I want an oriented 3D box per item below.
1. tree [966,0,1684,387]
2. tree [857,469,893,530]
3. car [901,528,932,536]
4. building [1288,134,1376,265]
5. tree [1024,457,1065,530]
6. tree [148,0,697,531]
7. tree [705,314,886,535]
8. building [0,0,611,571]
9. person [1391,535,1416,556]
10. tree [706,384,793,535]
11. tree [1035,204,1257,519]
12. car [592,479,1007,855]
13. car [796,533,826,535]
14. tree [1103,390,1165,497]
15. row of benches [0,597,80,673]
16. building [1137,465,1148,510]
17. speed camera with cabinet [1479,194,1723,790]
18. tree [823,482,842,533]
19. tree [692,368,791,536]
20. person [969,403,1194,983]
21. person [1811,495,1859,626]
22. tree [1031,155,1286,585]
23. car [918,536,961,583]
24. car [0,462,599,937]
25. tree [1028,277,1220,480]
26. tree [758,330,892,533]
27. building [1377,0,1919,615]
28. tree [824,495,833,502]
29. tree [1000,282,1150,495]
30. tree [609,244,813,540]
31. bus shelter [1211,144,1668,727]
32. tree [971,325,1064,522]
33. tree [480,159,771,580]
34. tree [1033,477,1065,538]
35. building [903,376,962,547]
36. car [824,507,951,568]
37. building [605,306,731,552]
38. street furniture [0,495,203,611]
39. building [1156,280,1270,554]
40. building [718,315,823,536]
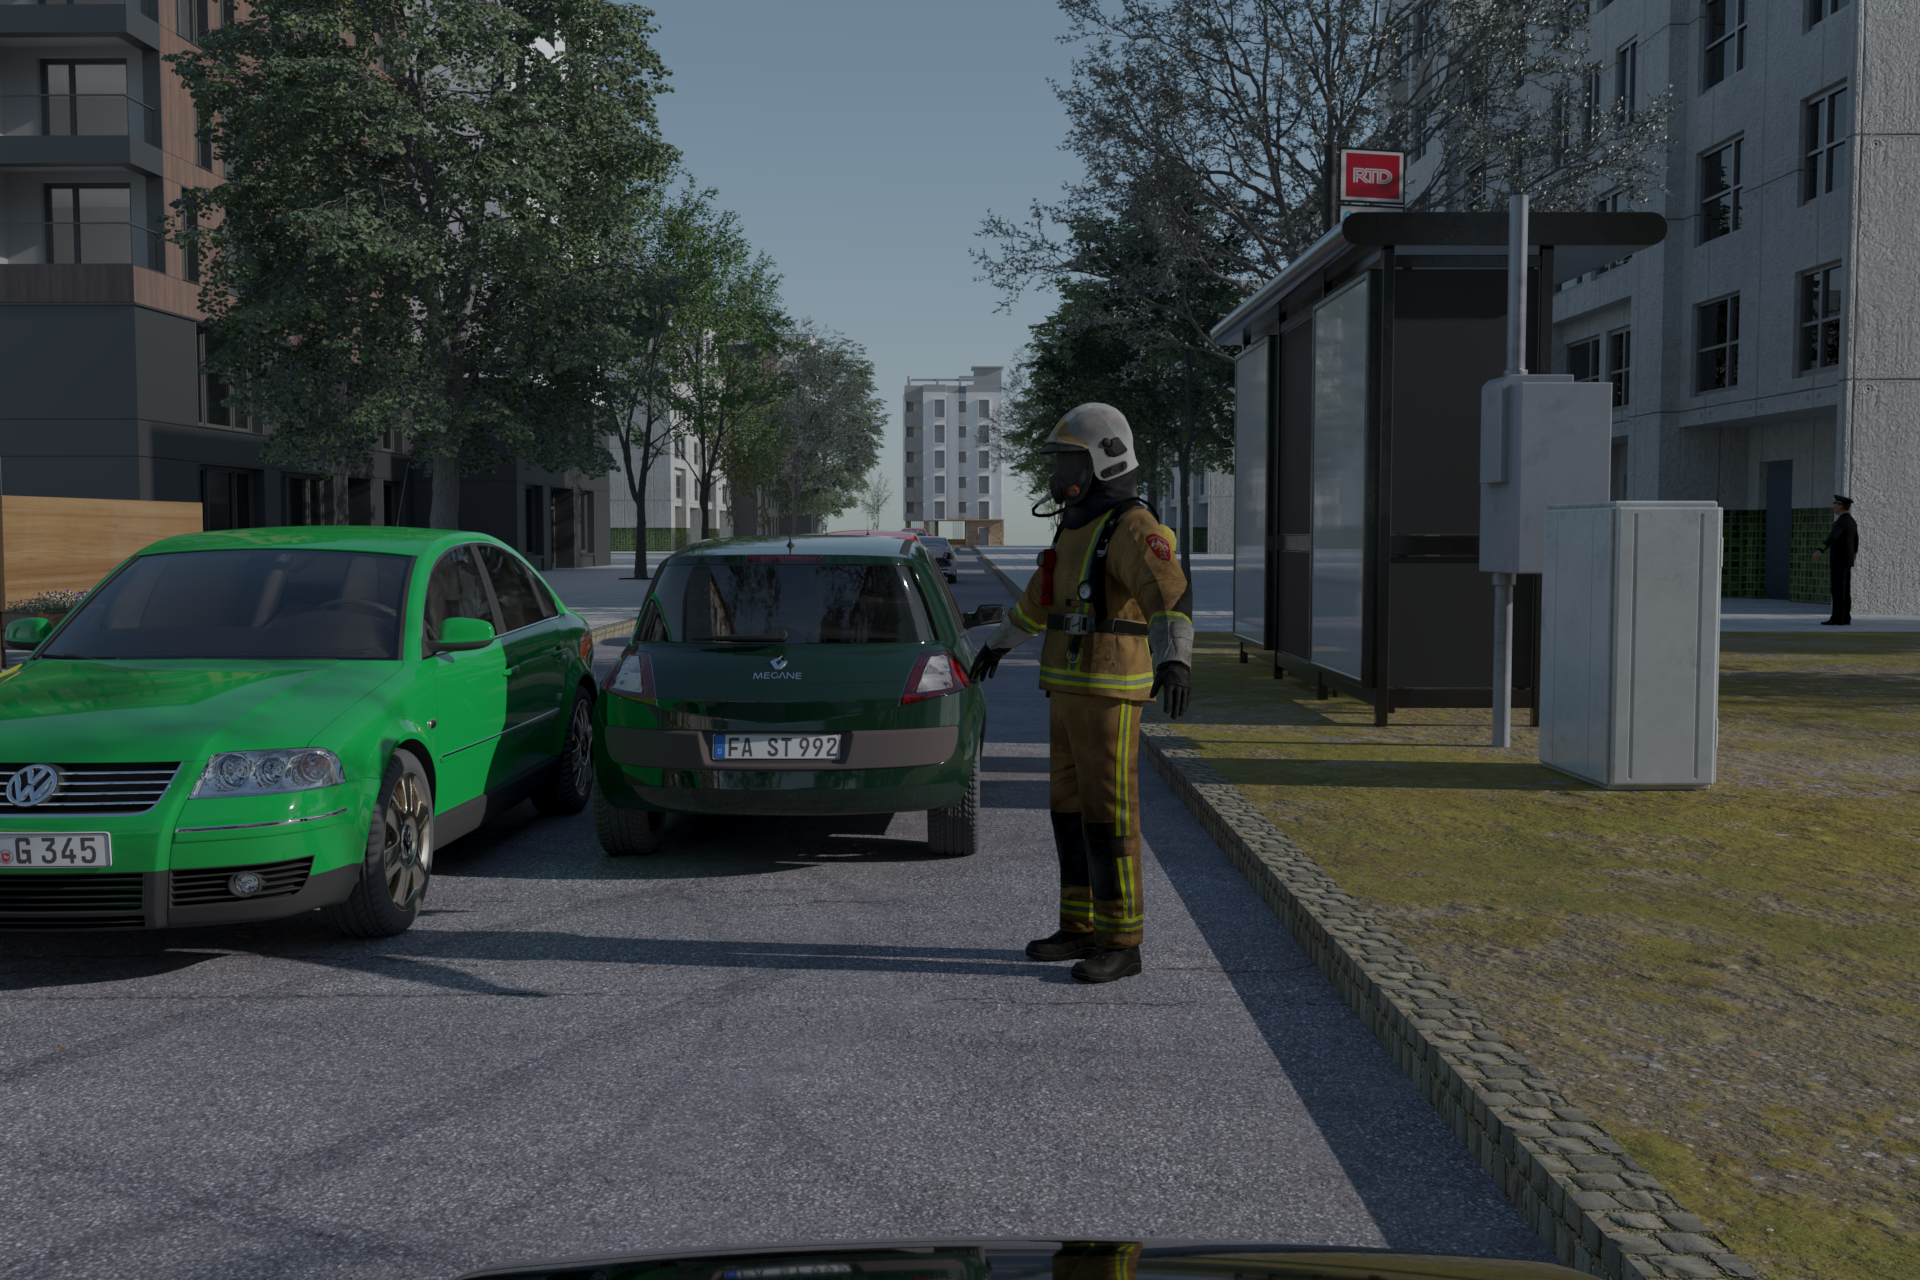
[{"bbox_3d":[5.675,-7.128,26.912,12.009,13.543,11.850,0,3,0],"label":"tree"},{"bbox_3d":[-9.093,-14.984,195.355,4.360,8.622,3.978,0,3,0],"label":"tree"},{"bbox_3d":[-2.816,-5.878,104.786,2.281,1.827,5.304,0,4,0],"label":"car"},{"bbox_3d":[25.256,-14.980,75.858,19.493,23.208,18.063,0,4,0],"label":"building"},{"bbox_3d":[11.189,-16.832,200.963,9.928,11.665,9.643,0,3,0],"label":"tree"},{"bbox_3d":[-9.235,-7.606,31.022,9.857,13.997,8.962,0,3,0],"label":"tree"},{"bbox_3d":[-9.271,-11.418,97.058,12.009,13.543,11.850,0,3,0],"label":"tree"},{"bbox_3d":[-28.508,-12.873,54.457,27.936,21.610,32.646,0,4,1],"label":"building"},{"bbox_3d":[10.186,-2.097,40.412,1.347,1.817,0.704,1,4,20],"label":"person"},{"bbox_3d":[-9.507,-7.941,80.196,4.737,8.622,4.395,0,3,0],"label":"tree"},{"bbox_3d":[6.154,-8.288,53.632,7.486,12.596,7.792,0,3,0],"label":"tree"},{"bbox_3d":[-0.745,0.041,9.122,2.009,1.686,4.222,0,4,0],"label":"car"},{"bbox_3d":[-2.311,-1.116,28.465,2.015,1.641,3.980,0,4,0],"label":"car"},{"bbox_3d":[6.457,-7.325,70.120,4.737,8.622,4.395,0,3,0],"label":"tree"},{"bbox_3d":[-9.358,-0.002,15.503,1.422,0.672,4.104,2,4,24],"label":"row of benches"},{"bbox_3d":[22.604,-14.150,173.502,9.099,9.664,28.070,0,3,0],"label":"building"},{"bbox_3d":[3.476,-0.930,9.542,0.660,3.252,2.038,0,4,-2],"label":"speed camera with cabinet"},{"bbox_3d":[-15.403,-15.031,196.123,4.737,8.622,4.395,0,3,0],"label":"tree"},{"bbox_3d":[-9.297,-7.440,72.008,4.737,8.622,4.395,0,3,0],"label":"tree"},{"bbox_3d":[0.419,0.156,5.680,0.705,1.858,1.354,-2,4,-25],"label":"person"},{"bbox_3d":[12.384,-1.129,24.395,1.347,1.837,0.705,-3,5,-41],"label":"person"},{"bbox_3d":[5.189,-6.567,41.789,7.601,10.594,8.767,-1,4,-21],"label":"tree"},{"bbox_3d":[-1.016,-2.410,51.771,2.083,1.381,4.827,0,3,0],"label":"car"},{"bbox_3d":[-2.831,0.075,7.567,1.959,1.807,4.718,0,4,1],"label":"car"},{"bbox_3d":[5.964,-7.836,62.538,7.601,10.594,8.767,1,4,14],"label":"tree"},{"bbox_3d":[-9.094,-12.403,109.438,9.857,13.997,8.962,0,3,0],"label":"tree"},{"bbox_3d":[22.349,-10.775,42.627,16.747,18.905,31.486,0,3,0],"label":"building"},{"bbox_3d":[-15.912,-15.345,201.257,4.360,8.622,3.978,0,3,0],"label":"tree"},{"bbox_3d":[5.704,-9.813,78.573,7.486,12.596,7.792,0,3,0],"label":"tree"},{"bbox_3d":[-9.046,-8.306,61.560,9.928,11.665,9.643,0,3,0],"label":"tree"},{"bbox_3d":[3.570,-2.324,15.625,2.179,5.291,8.768,0,3,0],"label":"bus shelter"},{"bbox_3d":[5.779,-11.393,96.639,12.009,13.543,11.850,0,3,0],"label":"tree"},{"bbox_3d":[-9.093,-7.500,48.388,9.928,11.665,9.643,0,3,0],"label":"tree"},{"bbox_3d":[10.726,-14.884,193.723,4.360,8.622,3.978,0,3,0],"label":"tree"},{"bbox_3d":[-6.169,-20.810,199.112,11.380,20.090,16.016,0,4,-3],"label":"building"},{"bbox_3d":[-1.188,-0.877,23.380,2.155,1.783,4.494,0,4,-1],"label":"car"},{"bbox_3d":[-29.314,-16.823,141.510,16.747,18.905,31.486,0,4,0],"label":"building"},{"bbox_3d":[-11.867,-1.010,23.373,9.812,1.723,11.010,0,4,3],"label":"street furniture"},{"bbox_3d":[24.622,-16.071,129.218,16.747,18.905,31.486,0,4,0],"label":"building"},{"bbox_3d":[-29.081,-20.221,174.583,27.936,21.610,32.646,0,4,0],"label":"building"}]
